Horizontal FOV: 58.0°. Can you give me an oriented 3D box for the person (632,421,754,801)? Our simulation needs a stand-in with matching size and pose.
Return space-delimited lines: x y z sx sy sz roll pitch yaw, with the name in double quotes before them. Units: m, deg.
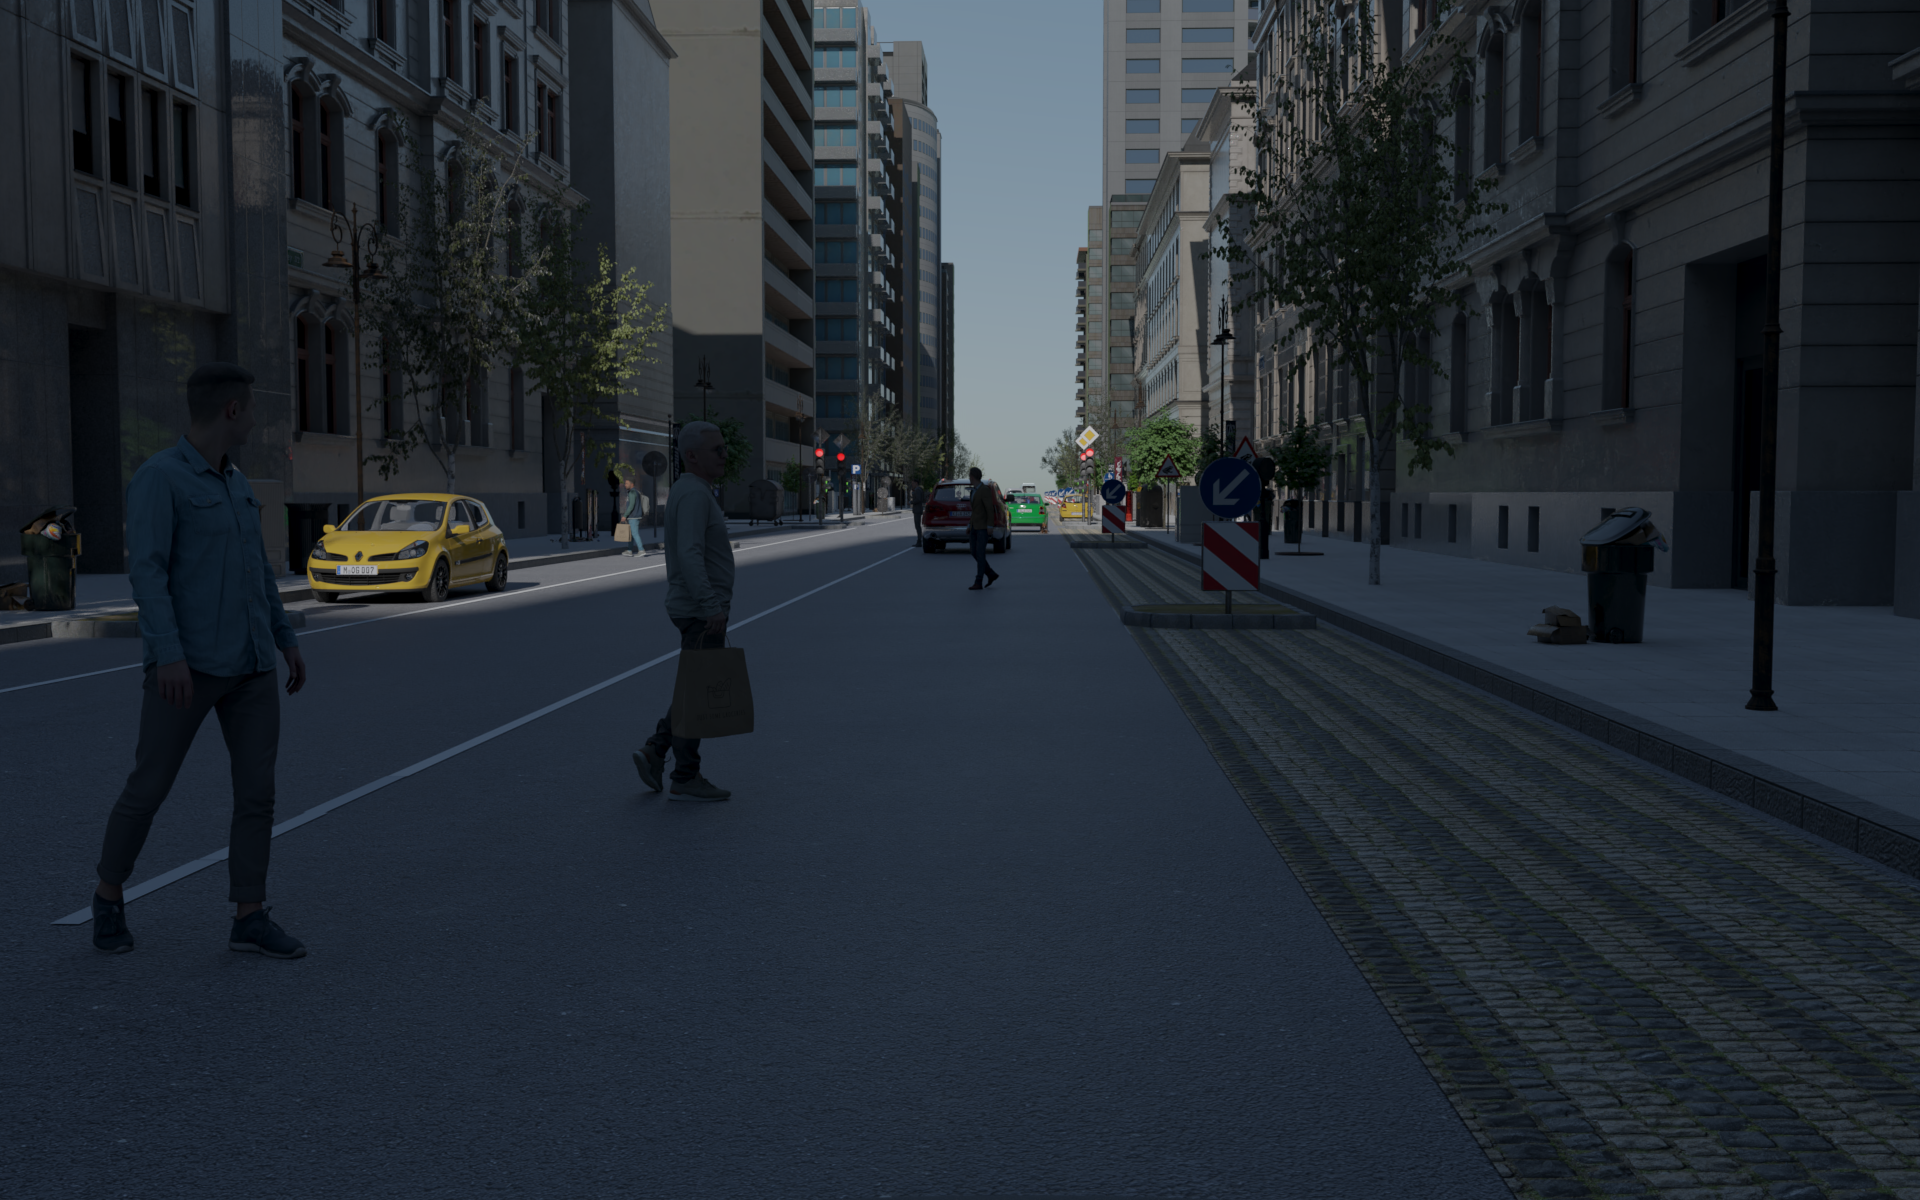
"person" -1.242 0.062 7.980 0.515 1.767 0.782 -1 4 -14

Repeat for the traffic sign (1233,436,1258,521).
"traffic sign" 6.345 -2.359 38.567 0.884 2.594 0.081 0 4 6

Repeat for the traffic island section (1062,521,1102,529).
"traffic island section" 5.675 -3.483 79.236 2.009 0.180 2.903 0 4 2

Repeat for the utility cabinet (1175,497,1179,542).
"utility cabinet" 5.946 -2.170 46.637 0.306 1.237 1.020 0 4 4

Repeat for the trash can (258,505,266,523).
"trash can" -9.669 -0.704 23.171 0.748 1.137 0.748 0 3 0

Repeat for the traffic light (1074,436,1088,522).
"traffic light" 5.636 -5.517 79.123 0.839 4.253 0.868 0 4 2

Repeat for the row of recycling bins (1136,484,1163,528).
"row of recycling bins" 7.467 -3.718 67.908 1.069 1.692 3.534 0 4 3

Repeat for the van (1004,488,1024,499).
"van" 3.897 -7.177 124.360 2.013 2.044 4.112 0 4 1

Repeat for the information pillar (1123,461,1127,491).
"information pillar" 11.606 -8.023 122.526 0.504 3.616 0.183 -3 4 -38

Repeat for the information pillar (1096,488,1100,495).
"information pillar" 11.630 -8.642 145.795 0.304 2.012 0.304 1 4 13

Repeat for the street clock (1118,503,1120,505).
"street clock" 12.601 -8.122 137.364 0.471 2.002 0.358 -3 5 -42

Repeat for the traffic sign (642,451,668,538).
"traffic sign" -8.988 -3.113 51.006 0.768 2.556 0.104 0 4 3

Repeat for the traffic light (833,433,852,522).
"traffic light" -5.416 -5.545 79.575 0.839 4.253 0.868 0 4 2

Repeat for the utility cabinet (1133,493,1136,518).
"utility cabinet" 9.207 -5.059 91.400 0.318 1.500 1.173 -1 4 -15

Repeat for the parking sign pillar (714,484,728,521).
"parking sign pillar" -11.909 -5.808 83.436 1.447 3.967 1.447 2 4 26

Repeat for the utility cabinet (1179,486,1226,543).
"utility cabinet" 6.318 -2.230 45.146 1.173 1.500 0.318 0 4 1

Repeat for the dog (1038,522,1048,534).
"dog" 2.967 -2.596 62.643 0.550 0.427 0.748 3 4 39

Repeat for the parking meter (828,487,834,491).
"parking meter" -9.684 -7.617 130.252 0.255 1.863 0.399 2 4 34

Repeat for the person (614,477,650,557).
"person" -7.451 -1.885 39.297 0.713 1.824 0.794 1 4 18

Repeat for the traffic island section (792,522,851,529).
"traffic island section" -5.795 -3.025 71.734 2.009 0.180 2.903 0 4 2

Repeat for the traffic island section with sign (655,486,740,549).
"traffic island section with sign" -6.894 -2.273 45.791 1.989 1.847 2.006 0 4 2

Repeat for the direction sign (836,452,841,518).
"direction sign" -6.503 -6.219 93.673 0.379 3.537 0.876 0 4 7

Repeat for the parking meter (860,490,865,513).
"parking meter" -6.578 -6.609 116.467 0.372 1.533 0.369 0 3 0

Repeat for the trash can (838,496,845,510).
"trash can" -9.685 -7.955 141.715 0.748 1.137 0.748 0 3 0

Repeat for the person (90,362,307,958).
"person" -2.382 0.179 5.433 0.748 1.841 0.638 2 4 28

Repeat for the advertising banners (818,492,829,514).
"advertising banners" -9.455 -7.046 111.391 2.074 3.025 0.090 -1 4 -17

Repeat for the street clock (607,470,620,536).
"street clock" -10.496 -2.941 52.657 0.358 2.002 0.471 -3 5 -40

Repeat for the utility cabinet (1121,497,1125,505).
"utility cabinet" 9.007 -5.110 94.714 0.306 1.237 1.020 0 4 -1

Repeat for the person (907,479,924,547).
"person" -1.212 -2.368 47.016 0.447 1.846 0.655 0 4 1

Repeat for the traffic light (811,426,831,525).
"traffic light" -5.755 -5.057 71.598 0.839 4.253 0.868 0 4 2

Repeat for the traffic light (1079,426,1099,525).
"traffic light" 5.297 -5.029 71.145 0.839 4.253 0.868 0 4 2

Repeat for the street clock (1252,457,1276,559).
"street clock" 5.963 -1.805 34.083 0.471 2.002 0.358 -3 4 -37

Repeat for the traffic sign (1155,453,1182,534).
"traffic sign" 6.655 -3.385 55.346 0.884 2.594 0.081 1 4 12

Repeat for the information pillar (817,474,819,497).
"information pillar" -12.502 -9.821 151.925 0.183 3.616 0.504 2 4 34

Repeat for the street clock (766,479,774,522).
"street clock" -8.871 -4.661 80.782 0.358 2.002 0.471 -3 5 -44

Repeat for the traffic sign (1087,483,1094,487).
"traffic sign" 10.095 -8.164 133.582 0.768 2.556 0.104 0 4 6

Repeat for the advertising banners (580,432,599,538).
"advertising banners" -10.604 -3.262 49.518 0.090 3.025 2.074 0 4 1

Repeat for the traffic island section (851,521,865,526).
"traffic island section" -5.456 -3.513 79.712 2.009 0.180 2.903 0 4 2

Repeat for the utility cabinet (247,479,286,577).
"utility cabinet" -10.720 -1.054 25.919 0.318 1.500 1.173 3 4 38

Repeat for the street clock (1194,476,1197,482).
"street clock" 7.824 -3.143 55.962 0.471 2.002 0.358 -2 4 -26

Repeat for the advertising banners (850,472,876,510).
"advertising banners" -7.837 -8.778 139.704 2.074 3.025 0.090 0 4 7

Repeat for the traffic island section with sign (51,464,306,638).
"traffic island section with sign" -8.071 -0.587 18.219 1.989 1.847 2.006 0 4 2

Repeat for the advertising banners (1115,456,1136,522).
"advertising banners" 7.832 -5.123 79.941 0.090 3.025 2.074 -3 4 -37

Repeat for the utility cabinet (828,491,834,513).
"utility cabinet" -8.662 -6.568 116.070 0.318 1.500 1.173 0 4 2

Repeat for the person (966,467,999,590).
"person" 0.305 -1.087 26.188 0.656 1.842 0.836 2 4 34

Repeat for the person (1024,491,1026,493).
"person" 6.554 -10.011 173.125 0.756 1.711 0.436 -1 4 -9

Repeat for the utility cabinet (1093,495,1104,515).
"utility cabinet" 8.629 -5.841 106.663 0.306 1.237 1.020 0 4 -7

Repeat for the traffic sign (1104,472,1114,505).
"traffic sign" 8.809 -6.205 101.554 0.768 2.556 0.104 1 4 10

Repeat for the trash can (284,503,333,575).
"trash can" -10.381 -0.975 27.602 0.748 1.137 0.748 0 3 0
